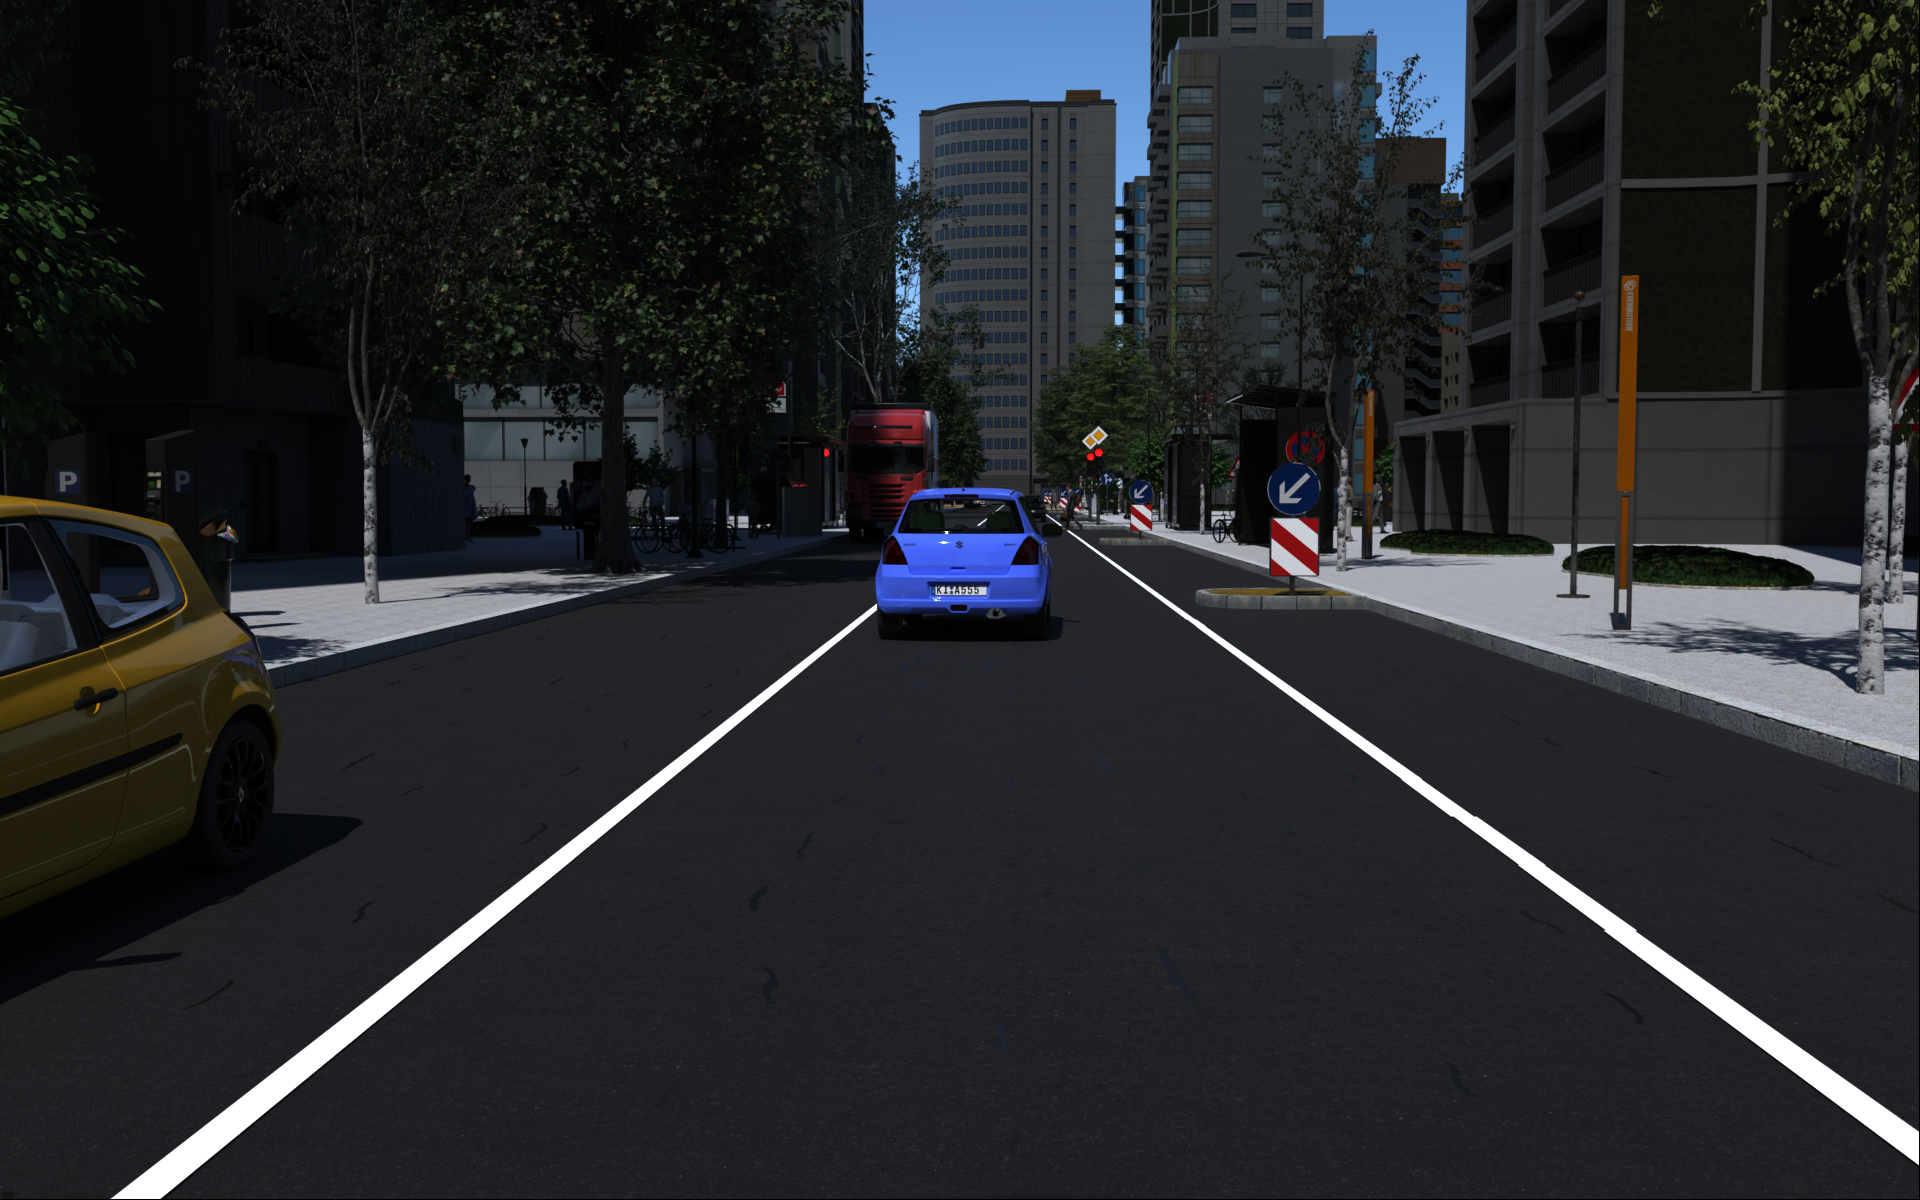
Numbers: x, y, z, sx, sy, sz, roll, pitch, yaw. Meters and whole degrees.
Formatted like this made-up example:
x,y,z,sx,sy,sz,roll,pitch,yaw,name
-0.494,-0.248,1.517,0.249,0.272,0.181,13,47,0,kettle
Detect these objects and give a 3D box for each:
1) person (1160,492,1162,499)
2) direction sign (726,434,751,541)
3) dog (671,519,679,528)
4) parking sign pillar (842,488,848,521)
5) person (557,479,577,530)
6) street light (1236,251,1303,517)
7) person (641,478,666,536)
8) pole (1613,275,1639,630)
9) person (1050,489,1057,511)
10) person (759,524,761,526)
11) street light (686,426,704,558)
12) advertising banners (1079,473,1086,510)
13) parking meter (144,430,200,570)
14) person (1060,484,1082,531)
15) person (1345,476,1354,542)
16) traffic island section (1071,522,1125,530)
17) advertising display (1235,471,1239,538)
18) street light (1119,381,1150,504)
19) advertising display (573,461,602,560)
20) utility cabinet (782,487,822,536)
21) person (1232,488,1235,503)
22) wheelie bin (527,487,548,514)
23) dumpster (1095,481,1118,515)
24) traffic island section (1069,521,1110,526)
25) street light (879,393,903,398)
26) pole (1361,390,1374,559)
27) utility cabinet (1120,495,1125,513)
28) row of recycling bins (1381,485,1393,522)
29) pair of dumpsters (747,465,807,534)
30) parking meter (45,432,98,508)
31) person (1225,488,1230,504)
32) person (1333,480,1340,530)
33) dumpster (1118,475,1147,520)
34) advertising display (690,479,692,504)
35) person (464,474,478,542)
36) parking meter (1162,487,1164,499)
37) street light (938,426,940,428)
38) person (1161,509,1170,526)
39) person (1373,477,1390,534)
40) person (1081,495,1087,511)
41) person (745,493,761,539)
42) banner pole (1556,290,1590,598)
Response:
x,y,z,sx,sy,sz,roll,pitch,yaw,name
17.748,-8.877,151.757,0.480,1.755,0.524,0,4,5,person
-6.184,-3.403,47.629,0.876,3.537,0.379,0,4,0,direction sign
-10.491,-2.848,64.299,0.550,0.427,0.748,-2,4,-25,dog
-4.996,-5.818,83.594,1.447,3.967,1.447,-1,4,-11,parking sign pillar
-14.042,-3.388,61.617,0.721,1.800,0.419,2,4,33,person
5.970,-3.709,33.185,1.470,5.913,1.316,0,4,2,street light
-9.474,-2.869,53.432,0.782,1.767,0.515,0,4,-2,person
6.272,-1.374,16.306,0.158,3.312,0.155,0,3,0,pole
7.391,-7.762,135.595,0.709,1.800,0.728,3,5,43,person
-7.724,-3.860,69.240,0.778,1.811,0.616,1,4,14,person
-4.781,-3.795,34.587,1.470,5.913,1.316,0,4,2,street light
10.417,-8.852,140.920,0.090,3.025,2.074,-3,5,-45,advertising banners
-7.142,-0.612,15.714,0.255,1.863,0.399,2,4,28,parking meter
4.351,-3.619,67.639,0.822,1.834,0.622,1,4,17,person
10.453,-2.467,46.932,0.362,1.759,0.519,0,4,-2,person
5.718,-3.006,71.421,2.009,0.180,2.903,0,4,2,traffic island section
7.824,-2.663,48.749,0.123,1.923,0.974,0,4,7,advertising display
7.217,-6.037,71.238,1.470,5.913,1.316,0,4,2,street light
-7.219,-1.754,33.888,0.974,1.923,0.123,3,5,41,advertising display
-4.751,-2.655,52.085,1.173,1.500,0.318,-1,4,-22,utility cabinet
23.751,-8.851,150.532,0.755,1.850,0.659,2,4,26,person
-19.489,-4.414,80.072,0.980,1.594,0.693,-3,5,-44,wheelie bin
9.140,-6.384,106.874,1.502,2.255,1.985,0,4,2,dumpster
5.984,-3.494,79.402,2.009,0.180,2.903,0,4,2,traffic island section
-3.311,-6.577,80.075,1.470,5.913,1.316,0,4,2,street light
8.025,-2.460,34.066,0.158,3.312,0.155,0,3,0,pole
11.505,-6.562,118.454,1.020,1.237,0.306,1,4,23,utility cabinet
20.951,-4.406,79.148,3.534,1.692,1.069,1,4,21,row of recycling bins
-5.964,-3.317,56.731,1.574,2.255,4.437,0,4,2,pair of dumpsters
-8.422,-0.656,16.445,0.399,1.863,0.255,0,4,-7,parking meter
23.597,-8.991,153.327,0.573,1.790,0.520,-1,4,-11,person
13.476,-3.389,61.637,0.721,1.800,0.419,1,4,17,person
8.922,-5.198,87.475,1.502,2.255,1.985,0,4,2,dumpster
-11.191,-4.107,72.358,0.123,1.923,0.974,0,4,-5,advertising display
-13.250,-2.468,46.483,0.616,1.811,0.778,-2,4,-32,person
10.380,-4.982,87.167,0.399,1.863,0.255,0,4,-2,parking meter
-2.051,-8.904,118.128,1.470,5.913,1.316,0,4,2,street light
8.541,-3.908,70.299,0.624,1.780,0.694,-3,5,-42,person
13.501,-3.057,56.121,0.850,1.850,0.679,1,4,18,person
9.229,-7.207,128.892,0.505,1.210,0.382,2,4,24,person
-5.962,-2.413,49.765,0.475,1.303,0.640,-3,5,-43,person
7.537,-1.907,21.189,0.401,3.779,0.863,1,4,21,banner pole
